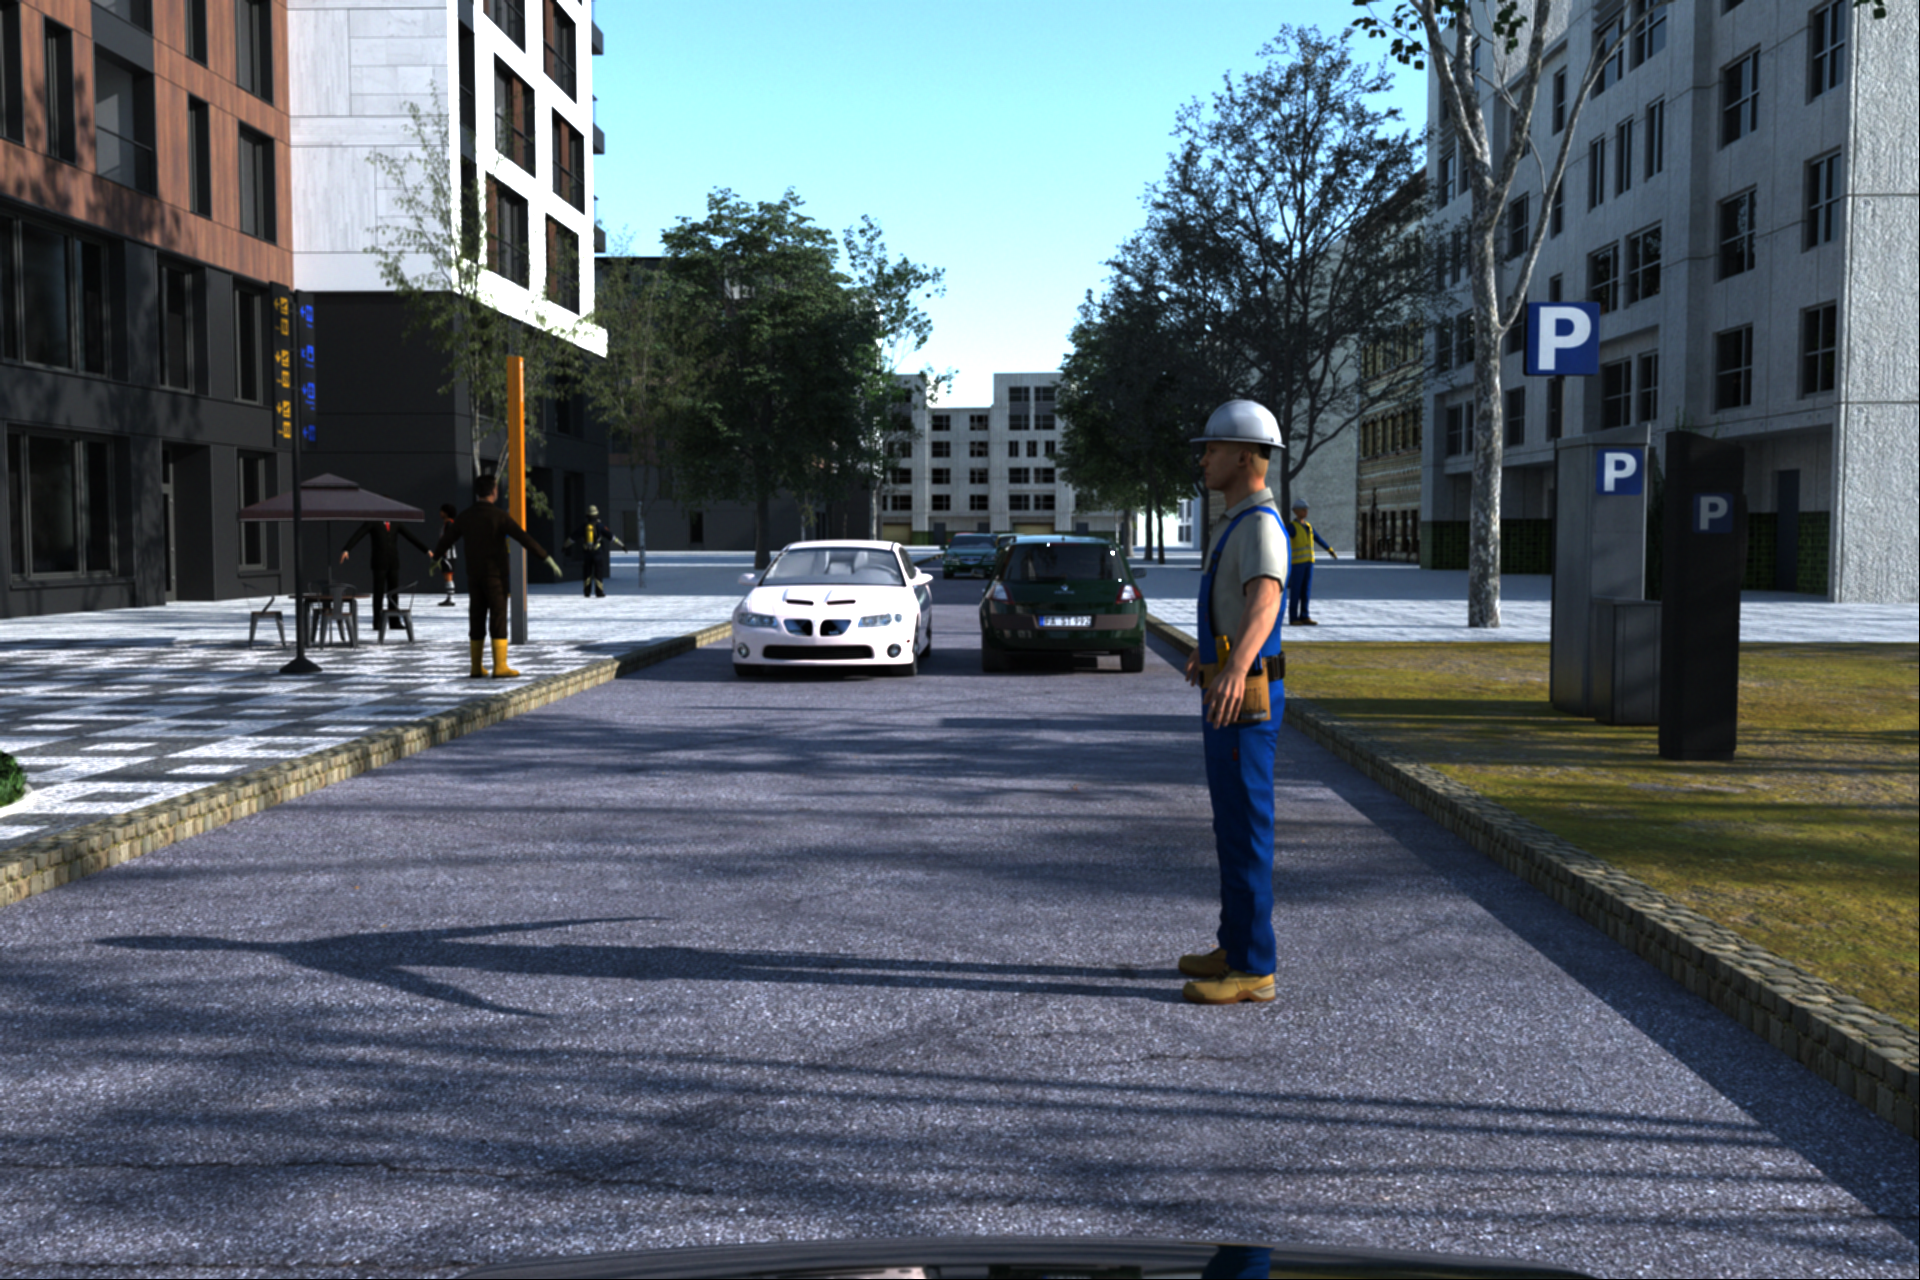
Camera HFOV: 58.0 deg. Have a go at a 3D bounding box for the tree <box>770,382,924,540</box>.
[{"bbox_3d":[-6.376,-9.771,94.168,8.767,10.594,7.601,-1,4,-11],"label":"tree"}]

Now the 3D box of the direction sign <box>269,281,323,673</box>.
[{"bbox_3d":[-6.138,-1.469,16.022,0.379,3.537,0.876,0,4,3],"label":"direction sign"}]

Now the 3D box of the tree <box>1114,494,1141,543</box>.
[{"bbox_3d":[9.771,-9.482,105.388,4.737,8.622,4.395,0,3,0],"label":"tree"}]

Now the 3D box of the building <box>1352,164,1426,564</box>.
[{"bbox_3d":[28.933,-15.063,77.214,19.493,23.208,18.063,0,4,2],"label":"building"}]

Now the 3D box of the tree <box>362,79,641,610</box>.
[{"bbox_3d":[-8.260,-4.810,29.014,4.360,8.622,3.978,0,3,0],"label":"tree"}]

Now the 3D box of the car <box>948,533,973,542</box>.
[{"bbox_3d":[0.347,-5.789,103.688,2.155,1.783,4.494,0,4,2],"label":"car"}]

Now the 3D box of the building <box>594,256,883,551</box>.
[{"bbox_3d":[-21.275,-18.355,144.086,27.936,21.610,32.646,0,4,1],"label":"building"}]

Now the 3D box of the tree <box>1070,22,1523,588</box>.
[{"bbox_3d":[7.883,-7.998,41.133,12.009,13.543,11.850,0,3,0],"label":"tree"}]

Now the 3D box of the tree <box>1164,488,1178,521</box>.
[{"bbox_3d":[25.562,-15.187,198.670,4.360,8.622,3.978,0,3,0],"label":"tree"}]

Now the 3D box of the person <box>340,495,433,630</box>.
[{"bbox_3d":[-7.672,-1.038,23.159,1.347,1.806,0.705,-3,5,-44],"label":"person"}]

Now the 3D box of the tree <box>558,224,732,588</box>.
[{"bbox_3d":[-7.694,-5.581,41.606,4.360,8.622,3.978,0,3,0],"label":"tree"}]

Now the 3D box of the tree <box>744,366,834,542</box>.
[{"bbox_3d":[-6.465,-7.540,73.645,4.360,8.622,3.978,0,3,0],"label":"tree"}]

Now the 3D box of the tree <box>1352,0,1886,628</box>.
[{"bbox_3d":[6.771,-10.149,21.830,12.611,20.169,13.585,0,3,0],"label":"tree"}]

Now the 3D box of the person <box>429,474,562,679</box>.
[{"bbox_3d":[-4.193,-0.569,15.443,1.346,1.812,0.704,1,4,18],"label":"person"}]

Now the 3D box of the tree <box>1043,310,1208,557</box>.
[{"bbox_3d":[9.236,-11.530,95.164,9.857,13.997,8.962,0,3,0],"label":"tree"}]

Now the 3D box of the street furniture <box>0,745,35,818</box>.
[{"bbox_3d":[-7.612,0.674,4.612,5.734,0.657,10.072,1,4,16],"label":"street furniture"}]

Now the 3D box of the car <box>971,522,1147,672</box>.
[{"bbox_3d":[1.114,-0.586,19.363,2.009,1.686,4.222,0,4,2],"label":"car"}]

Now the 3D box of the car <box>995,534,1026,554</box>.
[{"bbox_3d":[2.044,-3.475,67.040,2.015,1.641,3.980,0,4,0],"label":"car"}]

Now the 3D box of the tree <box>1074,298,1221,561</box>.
[{"bbox_3d":[9.165,-10.123,83.636,7.486,12.596,7.792,0,3,0],"label":"tree"}]

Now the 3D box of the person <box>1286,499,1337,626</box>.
[{"bbox_3d":[4.849,-1.093,24.335,1.216,1.772,0.721,-3,4,-37],"label":"person"}]

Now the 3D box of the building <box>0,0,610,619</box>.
[{"bbox_3d":[-24.675,-11.653,34.500,27.936,21.610,32.646,0,4,2],"label":"building"}]

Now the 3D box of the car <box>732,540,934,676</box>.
[{"bbox_3d":[-1.304,-0.404,18.967,2.083,1.381,4.827,0,4,2],"label":"car"}]

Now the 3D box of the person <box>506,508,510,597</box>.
[{"bbox_3d":[-9.122,-1.791,35.253,0.705,1.833,1.349,1,4,11],"label":"person"}]

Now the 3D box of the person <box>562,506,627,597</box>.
[{"bbox_3d":[-7.457,-1.801,35.225,1.354,1.856,0.705,0,4,4],"label":"person"}]

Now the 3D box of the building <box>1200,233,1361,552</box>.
[{"bbox_3d":[28.562,-18.301,130.152,19.493,23.208,18.063,0,4,1],"label":"building"}]

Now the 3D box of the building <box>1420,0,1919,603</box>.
[{"bbox_3d":[25.004,-11.061,47.312,16.747,18.905,31.486,0,4,1],"label":"building"}]

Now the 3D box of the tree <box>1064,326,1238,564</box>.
[{"bbox_3d":[8.619,-8.514,73.611,8.767,10.594,7.601,0,4,5],"label":"tree"}]

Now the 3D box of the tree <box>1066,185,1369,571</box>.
[{"bbox_3d":[8.631,-9.208,60.919,12.009,13.543,11.850,0,3,0],"label":"tree"}]

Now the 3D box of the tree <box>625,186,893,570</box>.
[{"bbox_3d":[-7.242,-9.527,62.425,9.857,13.997,8.962,0,3,0],"label":"tree"}]

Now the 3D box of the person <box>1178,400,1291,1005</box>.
[{"bbox_3d":[0.850,0.177,5.421,0.705,1.847,1.347,0,4,5],"label":"person"}]

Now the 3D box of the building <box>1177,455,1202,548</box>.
[{"bbox_3d":[25.150,-12.946,153.810,9.099,9.664,28.070,0,4,1],"label":"building"}]

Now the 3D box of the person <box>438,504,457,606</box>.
[{"bbox_3d":[-9.169,-1.514,30.906,0.704,1.843,1.345,-1,4,-19],"label":"person"}]

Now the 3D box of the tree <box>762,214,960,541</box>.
[{"bbox_3d":[-6.254,-15.273,105.601,12.611,20.169,13.585,0,3,0],"label":"tree"}]

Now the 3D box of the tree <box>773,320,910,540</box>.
[{"bbox_3d":[-6.327,-9.697,84.297,9.928,11.665,9.643,0,3,0],"label":"tree"}]

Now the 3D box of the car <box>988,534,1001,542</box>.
[{"bbox_3d":[1.681,-5.133,95.729,2.131,1.459,4.920,0,4,1],"label":"car"}]

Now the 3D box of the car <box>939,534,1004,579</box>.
[{"bbox_3d":[0.412,-2.747,56.710,2.131,1.459,4.920,0,4,2],"label":"car"}]

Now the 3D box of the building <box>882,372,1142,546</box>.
[{"bbox_3d":[4.670,-20.060,196.890,31.486,18.905,16.747,0,4,7],"label":"building"}]

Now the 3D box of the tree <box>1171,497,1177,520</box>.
[{"bbox_3d":[25.526,-14.836,192.928,4.360,8.622,3.978,0,3,0],"label":"tree"}]

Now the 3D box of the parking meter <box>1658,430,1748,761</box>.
[{"bbox_3d":[4.230,-0.254,9.858,0.399,1.863,0.255,0,4,0],"label":"parking meter"}]

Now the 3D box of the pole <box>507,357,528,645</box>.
[{"bbox_3d":[-5.121,-1.601,20.027,0.158,3.312,0.155,0,3,0],"label":"pole"}]

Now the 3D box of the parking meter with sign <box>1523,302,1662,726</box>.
[{"bbox_3d":[4.529,-0.981,12.293,0.543,3.016,1.738,0,3,0],"label":"parking meter with sign"}]
